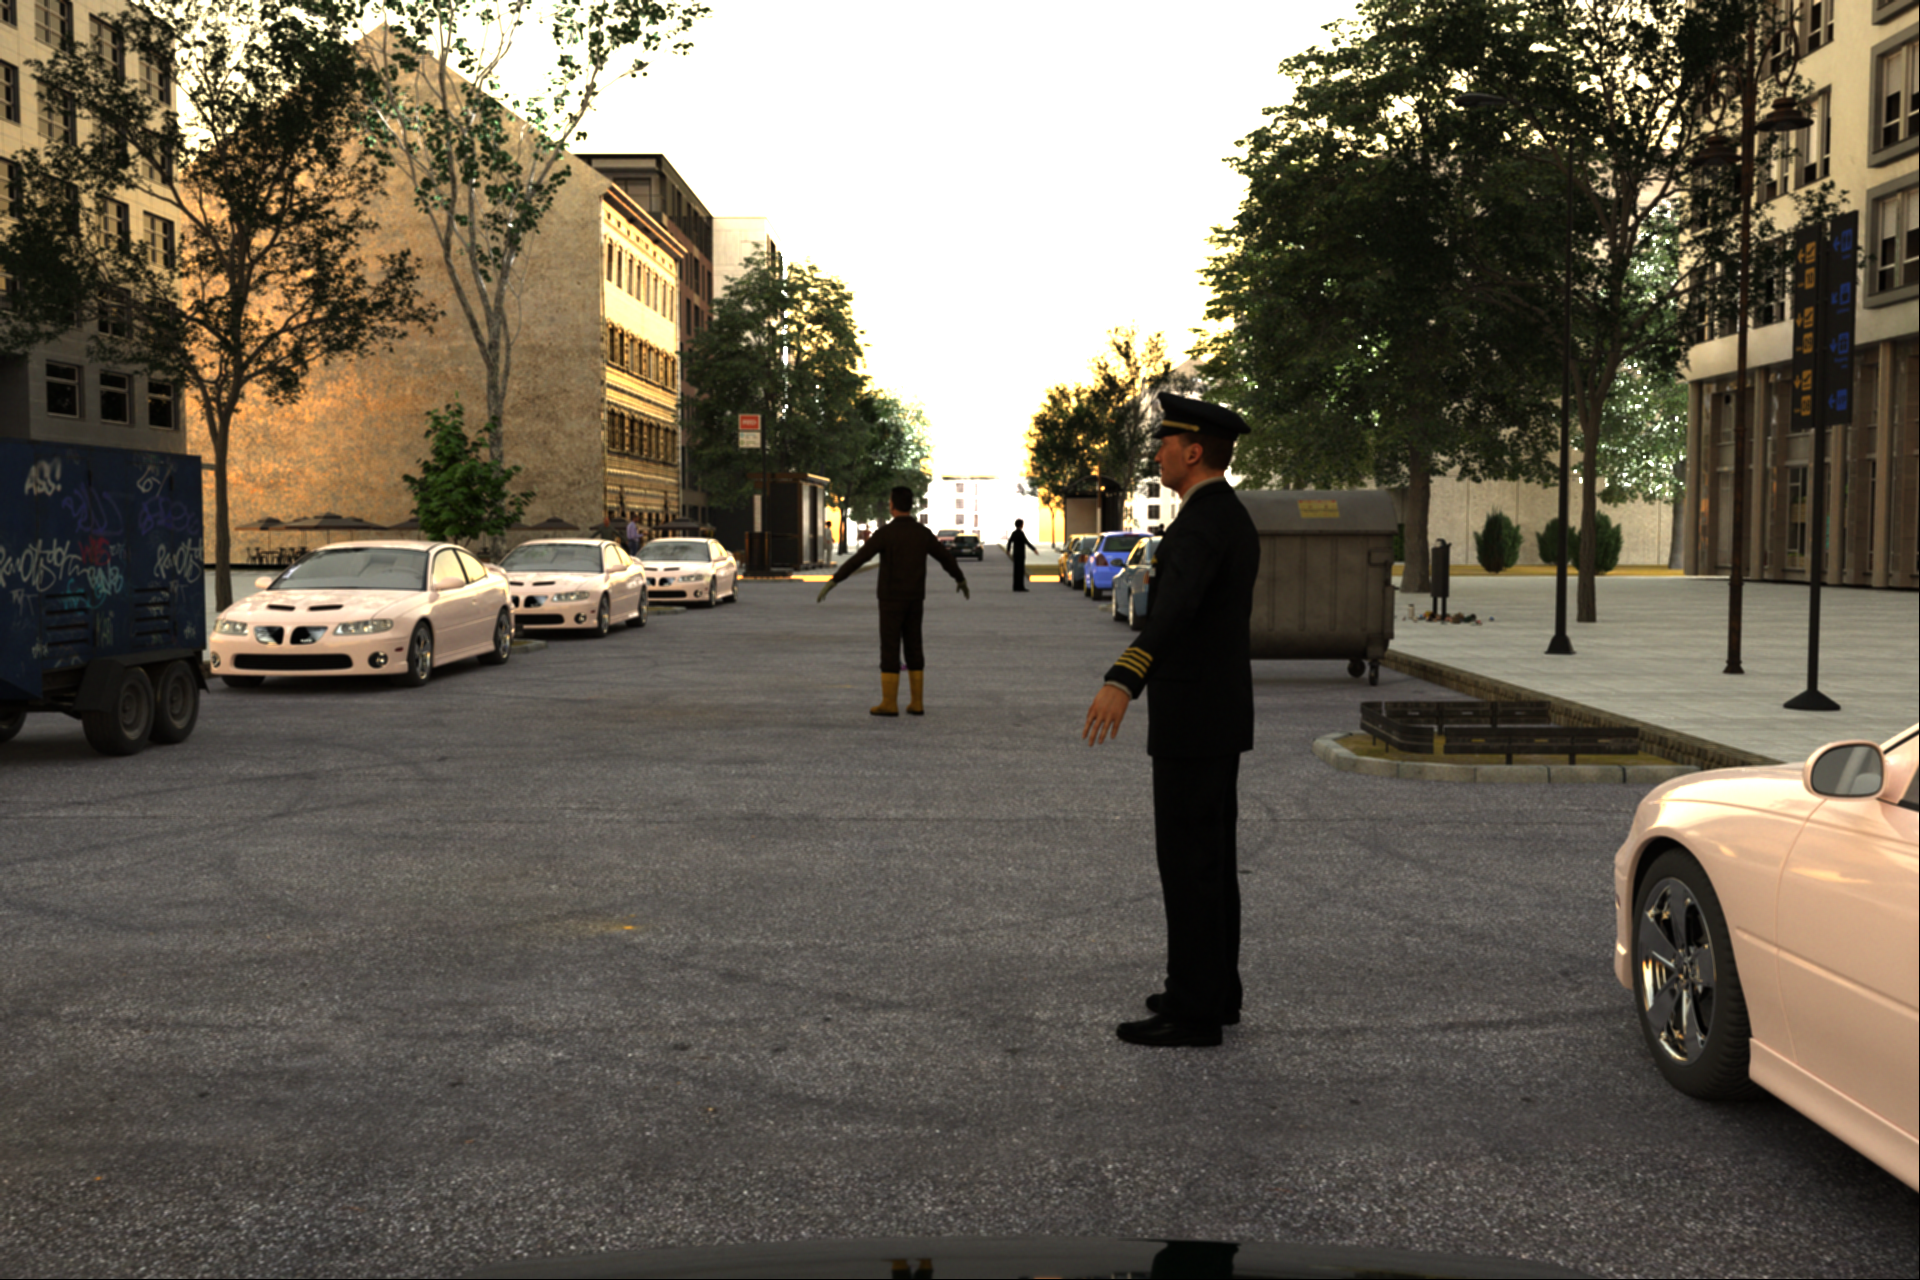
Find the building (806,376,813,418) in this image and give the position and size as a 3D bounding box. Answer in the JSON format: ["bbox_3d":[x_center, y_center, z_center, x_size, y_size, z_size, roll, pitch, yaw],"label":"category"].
[{"bbox_3d":[-22.149,-20.599,193.212,16.016,20.090,11.380,0,3,0],"label":"building"}]

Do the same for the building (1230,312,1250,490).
[{"bbox_3d":[26.598,-17.130,136.500,16.016,20.090,11.380,0,4,1],"label":"building"}]

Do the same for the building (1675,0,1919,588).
[{"bbox_3d":[29.101,-13.508,28.453,19.016,26.051,41.698,0,4,1],"label":"building"}]

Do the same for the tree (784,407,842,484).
[{"bbox_3d":[-8.095,-8.581,90.661,4.360,8.622,3.978,0,3,0],"label":"tree"}]

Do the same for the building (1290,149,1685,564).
[{"bbox_3d":[27.921,-13.565,88.248,16.747,18.905,31.486,0,4,1],"label":"building"}]

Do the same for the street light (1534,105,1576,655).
[{"bbox_3d":[6.990,-2.806,18.413,1.470,5.913,1.316,0,4,0],"label":"street light"}]

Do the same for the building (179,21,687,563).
[{"bbox_3d":[-24.474,-15.470,83.859,19.493,23.208,18.063,0,4,1],"label":"building"}]

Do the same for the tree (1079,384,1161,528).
[{"bbox_3d":[7.217,-8.109,82.937,4.360,8.622,3.978,0,3,0],"label":"tree"}]

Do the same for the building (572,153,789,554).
[{"bbox_3d":[-26.394,-16.247,109.619,27.936,21.610,32.646,0,4,0],"label":"building"}]

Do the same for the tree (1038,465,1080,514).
[{"bbox_3d":[8.826,-11.475,137.978,4.360,8.622,3.978,0,3,0],"label":"tree"}]

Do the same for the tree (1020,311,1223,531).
[{"bbox_3d":[6.737,-8.505,73.462,8.767,10.594,7.601,0,4,-3],"label":"tree"}]

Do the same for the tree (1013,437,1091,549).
[{"bbox_3d":[8.416,-13.345,152.600,8.767,10.594,7.601,2,4,27],"label":"tree"}]

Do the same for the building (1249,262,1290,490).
[{"bbox_3d":[25.280,-16.108,119.785,16.016,20.090,11.380,0,4,1],"label":"building"}]

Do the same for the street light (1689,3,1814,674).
[{"bbox_3d":[7.133,-2.630,15.788,0.468,5.910,1.993,0,4,1],"label":"street light"}]

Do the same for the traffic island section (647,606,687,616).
[{"bbox_3d":[-6.030,-0.520,31.367,1.991,0.108,1.994,0,4,2],"label":"traffic island section"}]

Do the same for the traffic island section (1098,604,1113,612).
[{"bbox_3d":[3.627,-0.596,32.618,1.991,0.108,1.994,0,4,1],"label":"traffic island section"}]

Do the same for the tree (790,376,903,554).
[{"bbox_3d":[-7.587,-11.439,112.786,9.928,11.665,9.643,0,3,0],"label":"tree"}]

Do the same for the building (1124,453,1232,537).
[{"bbox_3d":[22.318,-14.444,178.304,9.099,9.664,28.070,0,4,1],"label":"building"}]

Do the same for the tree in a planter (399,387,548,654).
[{"bbox_3d":[-6.181,-1.467,21.201,1.991,3.239,1.994,0,4,2],"label":"tree in a planter"}]

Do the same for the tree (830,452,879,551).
[{"bbox_3d":[-7.177,-10.551,122.875,4.360,8.622,3.978,0,3,0],"label":"tree"}]

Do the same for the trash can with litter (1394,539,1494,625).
[{"bbox_3d":[7.040,-0.878,25.415,1.678,1.210,2.233,0,4,1],"label":"trash can with litter"}]

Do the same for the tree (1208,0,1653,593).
[{"bbox_3d":[10.119,-8.020,37.779,9.857,13.997,8.962,0,3,0],"label":"tree"}]

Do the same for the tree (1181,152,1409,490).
[{"bbox_3d":[10.259,-8.159,51.526,7.486,12.596,7.792,0,3,0],"label":"tree"}]

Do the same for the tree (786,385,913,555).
[{"bbox_3d":[-7.208,-10.364,103.869,8.767,10.594,7.601,-1,4,-9],"label":"tree"}]

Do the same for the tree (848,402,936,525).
[{"bbox_3d":[-6.992,-15.334,157.364,9.857,13.997,8.962,0,3,0],"label":"tree"}]

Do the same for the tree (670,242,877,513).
[{"bbox_3d":[-8.154,-10.448,77.482,9.857,13.997,8.962,0,3,0],"label":"tree"}]

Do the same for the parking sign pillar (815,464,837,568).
[{"bbox_3d":[-5.424,-4.751,66.157,1.447,3.967,1.447,0,4,0],"label":"parking sign pillar"}]

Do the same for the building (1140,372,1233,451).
[{"bbox_3d":[26.490,-21.438,206.937,16.016,20.090,11.380,0,4,0],"label":"building"}]

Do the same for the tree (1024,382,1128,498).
[{"bbox_3d":[8.187,-11.791,118.538,9.928,11.665,9.643,0,3,0],"label":"tree"}]

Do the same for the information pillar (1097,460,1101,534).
[{"bbox_3d":[4.424,-3.904,55.191,0.183,3.616,0.504,0,4,2],"label":"information pillar"}]

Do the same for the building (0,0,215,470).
[{"bbox_3d":[-29.126,-13.699,42.399,11.959,24.771,22.079,0,4,1],"label":"building"}]

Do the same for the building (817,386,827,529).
[{"bbox_3d":[-22.510,-21.841,213.520,16.016,20.090,11.380,0,3,0],"label":"building"}]

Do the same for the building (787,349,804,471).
[{"bbox_3d":[-21.768,-19.451,174.437,16.016,20.090,11.380,0,4,1],"label":"building"}]

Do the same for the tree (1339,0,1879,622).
[{"bbox_3d":[8.835,-5.526,24.760,7.601,10.594,8.767,-2,4,-34],"label":"tree"}]

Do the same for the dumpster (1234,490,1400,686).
[{"bbox_3d":[3.211,-0.525,16.804,1.865,1.857,1.264,0,4,0],"label":"dumpster"}]

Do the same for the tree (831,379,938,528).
[{"bbox_3d":[-6.678,-14.478,143.371,9.857,13.997,8.962,0,3,0],"label":"tree"}]

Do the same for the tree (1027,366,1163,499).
[{"bbox_3d":[7.769,-9.914,96.507,8.767,10.594,7.601,-2,4,-24],"label":"tree"}]

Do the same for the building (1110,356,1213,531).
[{"bbox_3d":[28.785,-23.875,221.281,19.493,23.208,18.063,0,4,1],"label":"building"}]

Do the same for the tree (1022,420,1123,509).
[{"bbox_3d":[8.414,-11.933,129.522,8.767,10.594,7.601,1,4,16],"label":"tree"}]

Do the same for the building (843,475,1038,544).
[{"bbox_3d":[-2.726,-18.479,246.731,28.070,9.664,9.099,0,4,-4],"label":"building"}]
